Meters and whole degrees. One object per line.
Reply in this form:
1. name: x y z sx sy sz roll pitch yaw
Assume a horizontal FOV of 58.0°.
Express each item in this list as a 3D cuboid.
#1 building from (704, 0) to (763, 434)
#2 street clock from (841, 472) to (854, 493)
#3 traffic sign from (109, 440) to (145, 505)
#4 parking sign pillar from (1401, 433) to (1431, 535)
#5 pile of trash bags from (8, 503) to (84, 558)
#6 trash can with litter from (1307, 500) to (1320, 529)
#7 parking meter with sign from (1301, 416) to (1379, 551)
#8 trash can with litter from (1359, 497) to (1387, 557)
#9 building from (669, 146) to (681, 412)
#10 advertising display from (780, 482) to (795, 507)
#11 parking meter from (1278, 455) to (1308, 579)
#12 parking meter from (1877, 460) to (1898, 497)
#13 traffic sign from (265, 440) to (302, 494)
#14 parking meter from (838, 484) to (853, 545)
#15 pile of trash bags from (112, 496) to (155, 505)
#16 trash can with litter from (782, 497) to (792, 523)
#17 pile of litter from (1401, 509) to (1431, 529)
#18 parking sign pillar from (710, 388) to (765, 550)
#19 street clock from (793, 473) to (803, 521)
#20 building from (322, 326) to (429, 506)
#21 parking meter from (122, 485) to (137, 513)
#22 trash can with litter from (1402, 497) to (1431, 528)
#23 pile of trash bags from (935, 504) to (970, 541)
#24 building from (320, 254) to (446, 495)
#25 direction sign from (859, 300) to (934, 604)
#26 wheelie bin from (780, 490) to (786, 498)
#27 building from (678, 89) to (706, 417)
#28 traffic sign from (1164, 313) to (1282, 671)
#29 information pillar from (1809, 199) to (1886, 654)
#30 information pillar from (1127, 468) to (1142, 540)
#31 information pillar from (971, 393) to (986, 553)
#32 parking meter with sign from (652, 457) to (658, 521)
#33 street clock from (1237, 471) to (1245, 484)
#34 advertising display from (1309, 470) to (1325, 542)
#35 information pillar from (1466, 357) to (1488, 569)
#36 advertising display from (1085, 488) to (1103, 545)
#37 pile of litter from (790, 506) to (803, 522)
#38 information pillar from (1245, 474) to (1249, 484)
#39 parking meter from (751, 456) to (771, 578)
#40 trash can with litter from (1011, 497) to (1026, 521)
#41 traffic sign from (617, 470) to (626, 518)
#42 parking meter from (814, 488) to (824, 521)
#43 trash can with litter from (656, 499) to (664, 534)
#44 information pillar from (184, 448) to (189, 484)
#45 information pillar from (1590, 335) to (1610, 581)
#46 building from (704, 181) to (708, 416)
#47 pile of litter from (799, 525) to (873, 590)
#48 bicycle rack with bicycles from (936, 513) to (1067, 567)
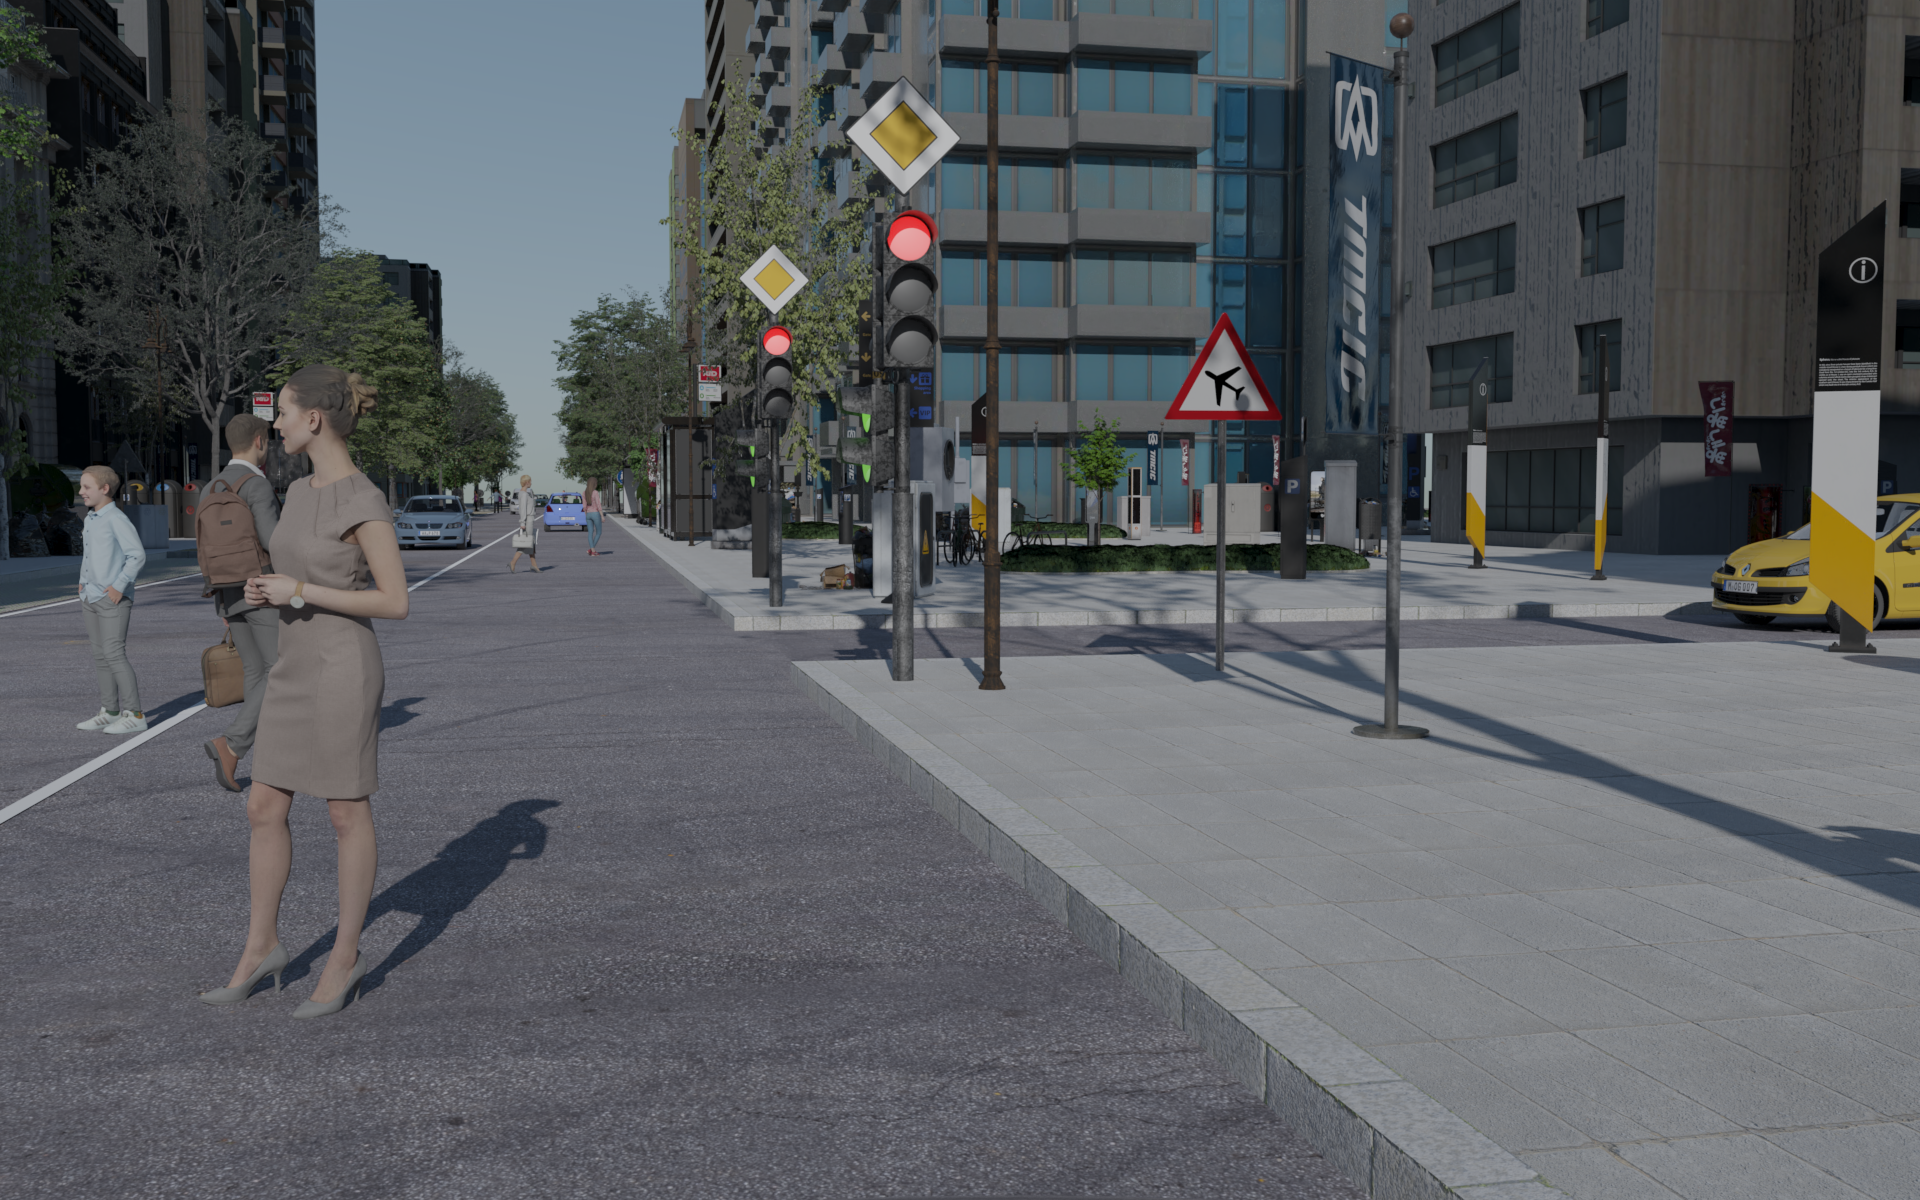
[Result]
1. building: -8.825 -31.497 138.684 21.300 48.544 21.600 -1 4 -12
2. street clock: -3.733 -3.269 58.018 0.471 2.002 0.358 2 4 32
3. traffic sign: -20.010 -2.542 41.562 0.884 2.594 0.081 0 4 -7
4. parking sign pillar: 14.340 -4.035 54.451 1.447 3.967 1.447 1 4 20
5. pile of trash bags: -19.807 -1.631 36.412 3.447 1.369 1.912 3 5 40
6. trash can with litter: 12.842 -3.159 63.031 0.624 1.170 1.055 0 4 7
7. parking meter with sign: 8.580 -2.614 38.997 1.738 3.016 0.543 0 4 7
8. trash can with litter: 8.095 -1.514 35.818 2.233 1.210 1.678 -2 4 -23
9. building: -27.296 -32.041 207.469 14.154 41.232 14.086 -1 4 -12
10. advertising display: -9.242 -5.347 92.634 0.974 1.923 0.123 -3 5 -40
11. parking meter: 5.022 -1.250 26.143 0.399 1.863 0.255 1 4 22
12. parking meter: 15.531 -1.435 29.181 0.399 1.863 0.255 0 4 -8
13. traffic sign: -25.925 -4.361 65.169 2.265 3.308 0.079 0 4 -6
14. parking meter: -2.904 -2.179 44.045 0.372 1.533 0.369 0 3 0
15. pile of trash bags: -21.611 -2.118 44.387 1.912 1.369 3.447 -1 4 -15
16. trash can with litter: -5.917 -2.948 59.580 0.624 1.170 1.055 -2 4 -34
17. pile of litter: 15.852 -2.835 60.313 1.176 0.858 1.719 -2 4 -34
18. parking sign pillar: -5.139 -3.190 40.624 1.447 3.967 1.447 -2 4 -23
19. street clock: -5.445 -3.280 58.204 0.358 2.002 0.471 0 4 -5
20. building: -74.048 -21.102 190.052 27.650 21.520 28.899 -1 4 -12
21. parking meter: -22.850 -2.403 47.693 0.372 1.533 0.369 0 3 0
22. trash can with litter: 16.254 -3.085 61.831 1.055 1.170 0.624 0 4 -3
23. pile of trash bags: 0.210 -2.324 47.743 1.912 1.369 3.447 -1 4 -19
24. building: -71.260 -26.982 212.851 14.160 30.474 14.107 -1 4 -12
25. direction sign: -0.743 -1.731 20.300 0.876 3.537 0.379 0 4 -5
26. wheelie bin: -8.345 -4.397 79.803 0.693 1.594 0.980 -1 4 -11
27. building: -23.917 -33.240 193.584 14.600 45.320 14.200 -1 4 -12
28. traffic sign: 1.889 -0.765 12.517 0.884 2.594 0.081 -1 4 -11
29. information pillar: 7.162 -1.383 13.970 0.504 3.616 0.183 2 4 24
30. information pillar: 4.842 -2.665 48.059 0.304 2.012 0.304 -1 4 -17
31. information pillar: 0.500 -2.833 37.668 0.504 3.616 0.183 0 4 5
32. parking meter with sign: -14.165 -5.343 83.617 1.738 3.016 0.543 -3 5 -39
33. street clock: 9.002 -3.114 55.479 0.358 2.002 0.471 0 4 4
34. advertising display: 9.797 -2.505 46.176 0.974 1.923 0.123 2 4 32
35. information pillar: 8.846 -2.340 29.617 0.504 3.616 0.183 -3 5 -43
36. advertising display: 3.231 -2.235 41.761 0.123 1.923 0.974 -1 4 -14
37. pile of litter: -5.852 -2.972 62.555 1.719 0.858 1.176 -1 4 -23
38. information pillar: 10.376 -3.590 63.194 0.304 2.012 0.304 1 4 16
39. parking meter: -3.032 -1.281 26.660 0.255 1.863 0.399 1 4 14
40. trash can with litter: 2.073 -2.738 56.146 1.055 1.170 0.624 0 4 -7
41. traffic sign: -17.688 -5.581 91.358 0.768 2.556 0.104 0 4 -3
42. parking meter: -5.517 -3.623 67.648 0.372 1.533 0.369 0 3 0
43. trash can with litter: -9.617 -2.739 56.171 0.624 1.170 1.055 -1 4 -19
44. information pillar: -36.773 -5.570 82.418 0.504 3.616 0.183 3 5 42
45. information pillar: 9.573 -2.107 25.811 0.183 3.616 0.504 2 4 29
46. building: -16.002 -23.504 155.989 14.160 30.474 14.107 -1 4 -12
47. pile of litter: -1.414 -0.599 23.753 1.719 0.858 1.176 -1 4 -13
48. bicycle rack with bicycles: 0.587 -1.101 31.391 2.852 0.926 2.925 2 4 27
